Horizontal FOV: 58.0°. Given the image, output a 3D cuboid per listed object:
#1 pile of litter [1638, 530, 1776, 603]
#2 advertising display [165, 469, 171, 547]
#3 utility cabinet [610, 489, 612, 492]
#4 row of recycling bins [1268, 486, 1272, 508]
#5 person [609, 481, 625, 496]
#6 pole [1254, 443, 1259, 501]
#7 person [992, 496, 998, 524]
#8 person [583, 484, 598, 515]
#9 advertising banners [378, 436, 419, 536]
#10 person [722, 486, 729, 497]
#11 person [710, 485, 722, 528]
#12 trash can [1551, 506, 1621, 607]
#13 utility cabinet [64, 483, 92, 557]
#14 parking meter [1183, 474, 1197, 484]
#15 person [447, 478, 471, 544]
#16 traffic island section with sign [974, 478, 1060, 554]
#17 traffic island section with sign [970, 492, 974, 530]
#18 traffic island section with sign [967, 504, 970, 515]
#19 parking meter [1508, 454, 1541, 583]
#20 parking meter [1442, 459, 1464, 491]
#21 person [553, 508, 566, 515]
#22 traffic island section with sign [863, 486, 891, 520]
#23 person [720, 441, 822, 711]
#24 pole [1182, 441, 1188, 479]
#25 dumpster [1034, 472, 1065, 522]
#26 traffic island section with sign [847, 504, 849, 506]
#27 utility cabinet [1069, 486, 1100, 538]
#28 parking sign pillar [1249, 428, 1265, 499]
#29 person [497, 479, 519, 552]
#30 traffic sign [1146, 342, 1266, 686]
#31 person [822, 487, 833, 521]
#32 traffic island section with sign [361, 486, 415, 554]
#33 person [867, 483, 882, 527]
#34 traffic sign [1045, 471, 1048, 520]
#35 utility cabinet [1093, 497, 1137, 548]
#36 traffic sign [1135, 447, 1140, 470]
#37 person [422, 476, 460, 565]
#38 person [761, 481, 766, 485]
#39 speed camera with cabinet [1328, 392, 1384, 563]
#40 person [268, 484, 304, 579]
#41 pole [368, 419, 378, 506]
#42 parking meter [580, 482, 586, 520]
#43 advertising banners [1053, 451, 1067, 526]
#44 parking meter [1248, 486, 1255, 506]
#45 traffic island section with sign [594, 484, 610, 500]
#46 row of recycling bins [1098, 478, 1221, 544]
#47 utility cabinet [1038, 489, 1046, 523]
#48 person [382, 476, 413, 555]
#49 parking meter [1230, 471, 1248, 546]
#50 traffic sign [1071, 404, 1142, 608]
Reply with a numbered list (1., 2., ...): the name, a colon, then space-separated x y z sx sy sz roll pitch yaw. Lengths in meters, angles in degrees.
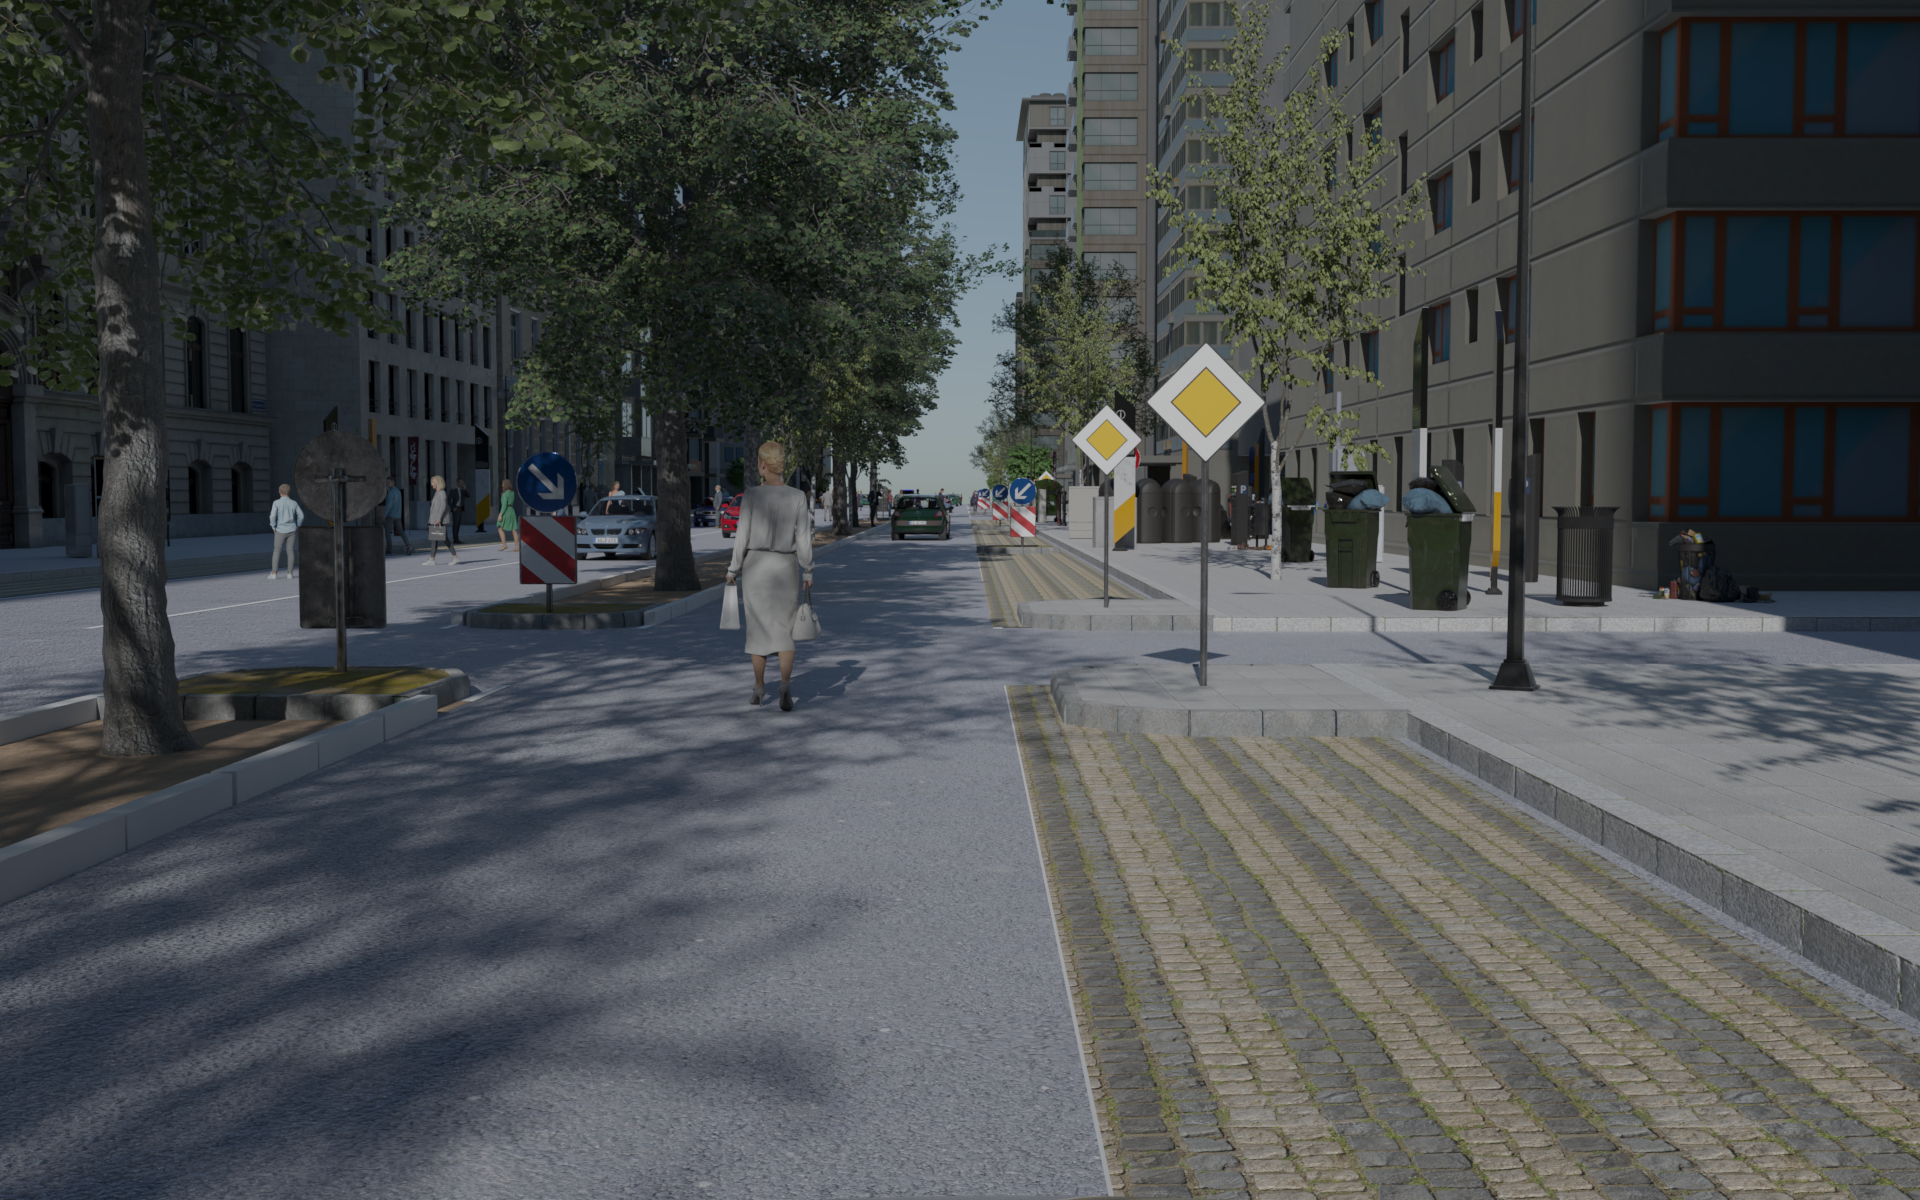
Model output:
1. pile of litter: 9.093 -0.435 21.082 1.176 0.858 1.719 -1 4 -14
2. advertising display: -19.726 -2.256 42.094 0.974 1.923 0.123 -2 4 -32
3. utility cabinet: -16.084 -4.361 79.982 0.318 1.500 1.173 -1 4 -22
4. row of recycling bins: 12.150 -3.136 58.386 3.534 1.692 1.069 1 4 19
5. person: -10.193 -2.611 51.292 0.616 1.811 0.778 -1 4 -15
6. pole: 11.884 -4.621 69.396 0.158 3.312 0.155 0 3 0
7. person: 1.708 -4.431 81.190 0.600 1.795 0.529 2 4 27
8. person: -14.259 -3.582 67.166 0.694 1.812 0.767 1 4 9
9. advertising banners: -17.202 -3.474 52.995 2.074 3.025 0.090 2 4 34
10. person: -12.556 -5.162 92.761 0.748 1.841 0.638 3 5 44
11. person: -10.159 -3.888 72.252 0.590 1.801 0.661 -1 4 -16
12. trash can: 7.154 -0.500 19.834 0.748 1.137 0.748 0 3 0
13. utility cabinet: -17.894 -1.616 35.106 0.318 1.500 1.173 -3 4 -36
14. parking meter: 6.545 -2.667 49.317 0.255 1.863 0.399 -2 4 -31
15. person: -14.399 -2.568 49.841 0.474 1.900 0.648 1 4 20
16. traffic island section with sign: 1.401 -2.062 42.335 1.989 1.847 2.006 0 4 0
17. traffic island section with sign: 1.489 -3.710 69.290 1.989 1.847 2.006 0 4 0
18. traffic island section with sign: 1.625 -6.756 119.086 1.989 1.847 2.006 0 4 0
19. parking meter: 8.212 -1.193 25.223 0.399 1.863 0.255 3 4 37
20. parking meter: 8.381 -1.454 29.483 0.255 1.863 0.399 3 5 42
21. person: -11.201 -2.453 48.632 0.654 1.822 0.581 1 4 23
22. traffic island section with sign: -4.232 -5.276 94.402 2.006 1.907 1.989 0 4 0
23. person: -1.280 -0.163 11.516 0.694 1.780 0.624 0 4 2
24. pole: 7.962 -4.127 61.313 0.158 3.312 0.155 0 3 0
25. dumpster: 3.952 -4.641 78.372 1.502 2.255 1.985 0 4 0
26. traffic island section with sign: -13.856 -13.394 227.627 1.989 1.847 2.006 0 4 0
27. utility cabinet: 3.705 -2.490 49.391 1.173 1.500 0.318 1 4 13
28. parking sign pillar: 12.069 -5.012 70.415 1.447 3.967 1.447 1 4 19
29. person: -11.233 -2.098 43.051 0.529 1.795 0.600 0 4 5
30. traffic sign: 1.625 -0.482 11.524 0.795 2.450 0.064 0 4 0
31. person: -6.958 -5.025 90.928 0.678 1.792 0.850 1 4 11
32. traffic island section with sign: -14.357 -2.038 41.955 1.989 1.847 2.006 0 4 0
33. person: -3.690 -4.120 75.223 0.474 1.900 0.648 2 4 28
34. traffic sign: 4.271 -5.170 85.714 0.795 2.450 0.064 1 4 9
35. utility cabinet: 3.700 -1.851 41.426 1.020 1.237 0.306 -1 4 -10
36. traffic sign: 4.120 -2.642 43.305 0.768 2.556 0.104 0 4 6
37. person: -10.443 -1.601 34.852 0.728 1.800 0.709 -2 4 -26
38. person: -6.168 -2.837 54.791 0.656 1.842 0.836 -1 4 -10
39. speed camera with cabinet: 7.526 -2.358 32.892 0.660 3.252 2.038 0 4 -1
40. person: -11.455 -1.169 29.420 0.589 1.601 0.330 -2 4 -30
41. pole: -15.960 -3.259 47.131 0.158 3.312 0.155 0 3 0
42. parking meter: -18.710 -4.929 86.306 0.399 1.863 0.255 -2 4 -34
43. advertising banners: 4.020 -4.511 69.940 0.090 3.025 2.074 -1 4 -11
44. parking meter: 8.809 -2.717 52.829 0.372 1.533 0.369 0 3 0
45. traffic island section with sign: -14.290 -3.687 68.910 1.989 1.847 2.006 0 4 0
46. row of recycling bins: 5.269 -2.334 45.272 3.534 1.692 1.069 -2 4 -25
47. utility cabinet: 3.635 -4.152 76.570 0.318 1.500 1.173 0 4 0
48. person: -13.165 -1.956 40.344 0.748 1.841 0.638 1 4 20
49. parking meter: 6.948 -2.286 43.090 0.399 1.863 0.255 -2 4 -30
50. traffic sign: 1.647 -0.970 19.509 0.795 2.450 0.064 0 4 0
